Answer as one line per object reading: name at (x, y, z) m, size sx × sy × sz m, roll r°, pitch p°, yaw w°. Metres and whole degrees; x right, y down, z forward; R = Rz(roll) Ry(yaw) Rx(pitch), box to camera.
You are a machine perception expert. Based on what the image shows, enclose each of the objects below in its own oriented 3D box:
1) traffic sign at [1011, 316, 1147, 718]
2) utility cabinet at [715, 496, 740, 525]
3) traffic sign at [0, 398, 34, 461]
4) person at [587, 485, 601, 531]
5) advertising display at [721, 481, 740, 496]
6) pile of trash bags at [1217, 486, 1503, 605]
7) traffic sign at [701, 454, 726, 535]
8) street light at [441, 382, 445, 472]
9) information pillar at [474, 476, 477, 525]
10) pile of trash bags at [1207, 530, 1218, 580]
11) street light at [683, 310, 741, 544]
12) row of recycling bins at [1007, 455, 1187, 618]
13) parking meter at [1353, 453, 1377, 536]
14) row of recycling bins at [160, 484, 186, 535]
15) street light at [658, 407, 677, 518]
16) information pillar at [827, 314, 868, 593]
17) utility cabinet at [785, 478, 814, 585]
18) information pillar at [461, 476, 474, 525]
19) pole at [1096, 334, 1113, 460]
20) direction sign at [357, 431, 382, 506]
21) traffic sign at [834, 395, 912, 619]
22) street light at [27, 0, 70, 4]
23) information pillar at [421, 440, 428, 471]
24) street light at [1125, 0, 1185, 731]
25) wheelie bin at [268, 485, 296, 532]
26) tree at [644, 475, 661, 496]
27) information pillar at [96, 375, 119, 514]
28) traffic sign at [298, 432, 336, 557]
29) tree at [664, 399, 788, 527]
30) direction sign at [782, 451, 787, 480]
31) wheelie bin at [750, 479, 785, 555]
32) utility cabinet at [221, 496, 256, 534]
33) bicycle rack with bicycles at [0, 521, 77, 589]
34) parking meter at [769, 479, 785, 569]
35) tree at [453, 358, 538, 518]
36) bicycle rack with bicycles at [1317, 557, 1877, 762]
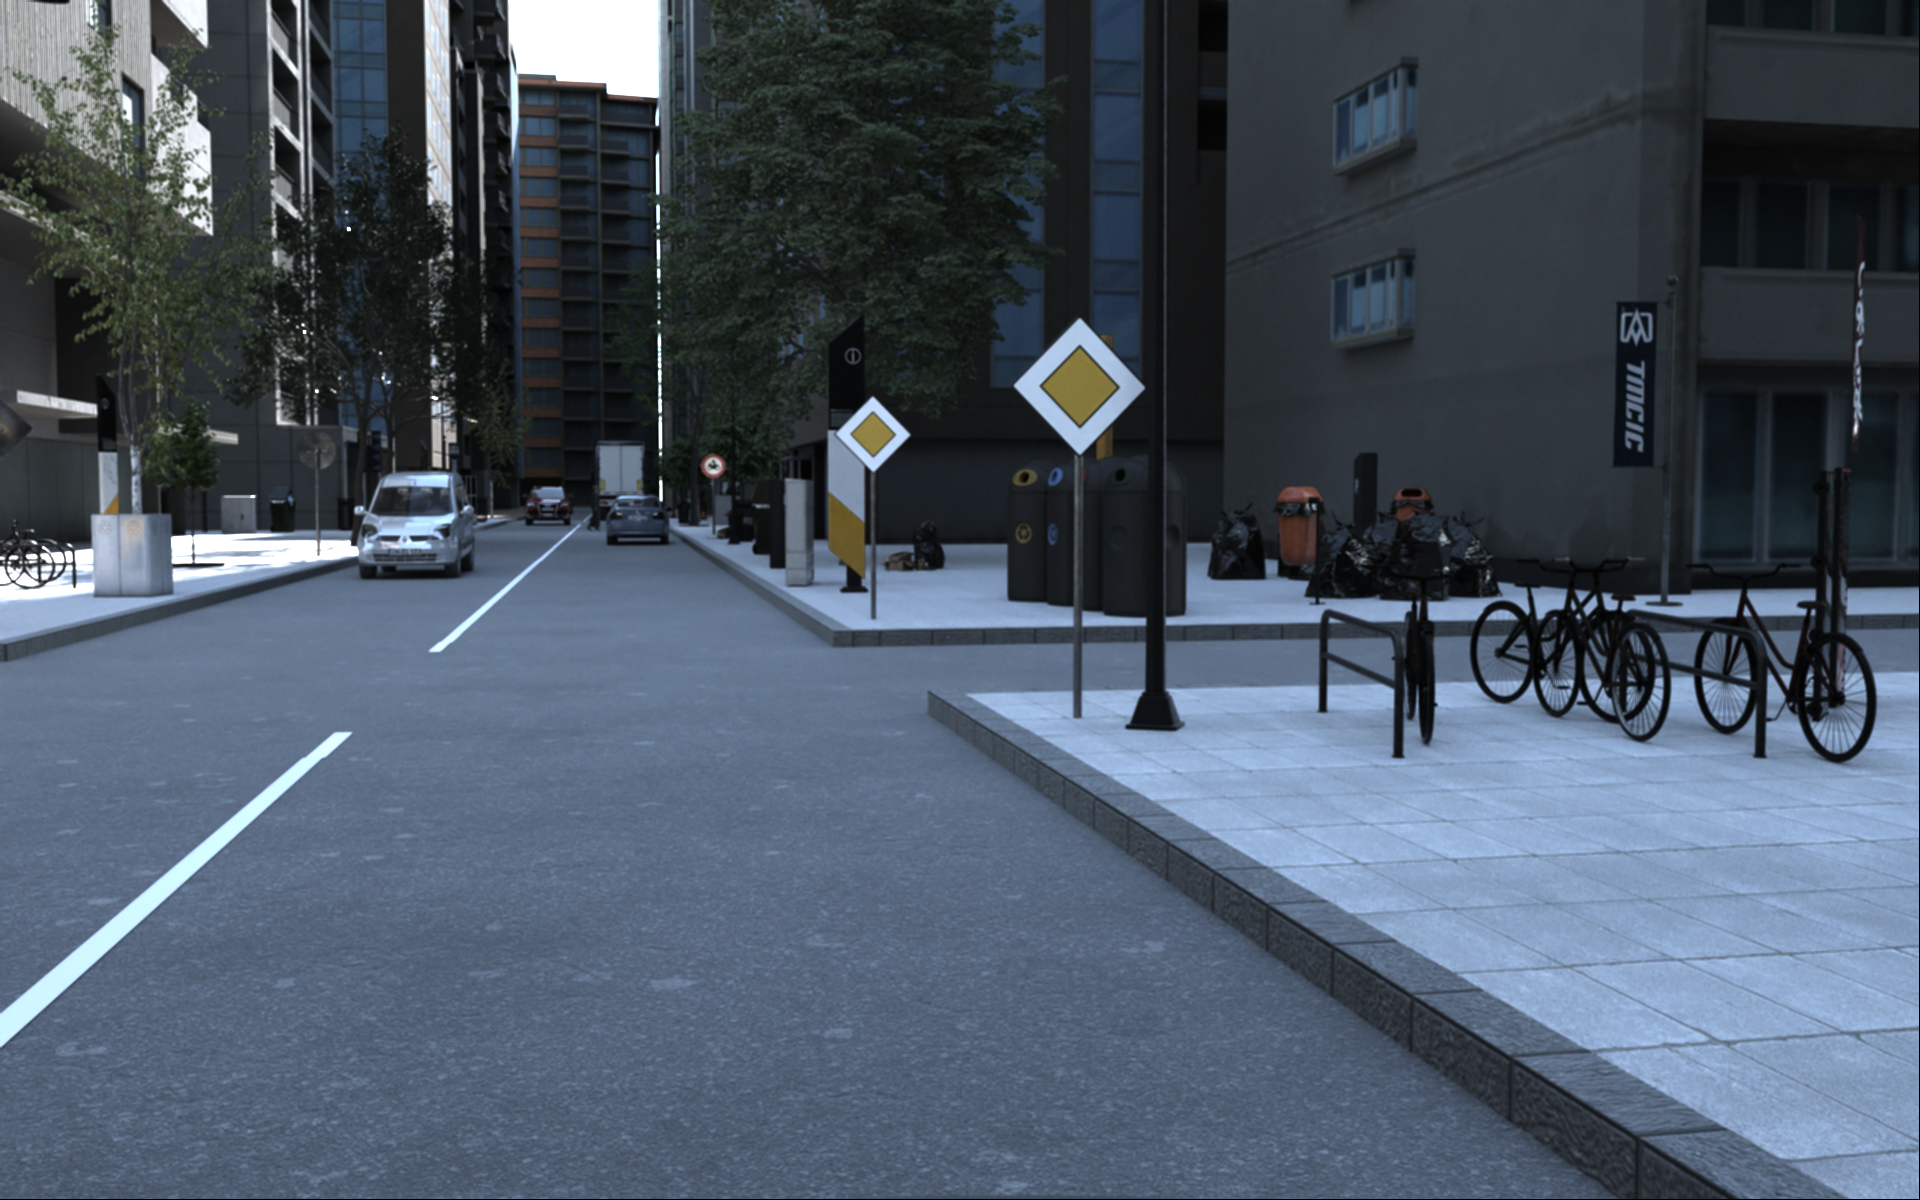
traffic sign at (0.671, -0.381, 9.867) m, size 0.795 × 2.450 × 0.064 m, roll -1°, pitch 4°, yaw -11°
utility cabinet at (-9.664, -3.720, 71.976) m, size 1.020 × 1.237 × 0.306 m, roll 1°, pitch 4°, yaw 12°
traffic sign at (-9.028, -0.762, 16.104) m, size 0.795 × 2.450 × 0.064 m, roll -1°, pitch 4°, yaw -11°
person at (-14.317, -3.607, 67.898) m, size 0.576 × 1.772 × 0.534 m, roll 3°, pitch 5°, yaw 44°
advertising display at (-11.149, -4.825, 84.110) m, size 0.974 × 1.923 × 0.123 m, roll -2°, pitch 4°, yaw -31°
pile of trash bags at (5.049, -0.702, 21.228) m, size 3.447 × 1.369 × 1.912 m, roll -3°, pitch 5°, yaw -42°
traffic sign at (-7.800, -3.348, 54.846) m, size 0.768 × 2.556 × 0.104 m, roll 0°, pitch 4°, yaw -5°
street light at (-18.299, -5.543, 63.176) m, size 1.470 × 5.913 × 1.316 m, roll -1°, pitch 4°, yaw -11°
information pillar at (-20.121, -4.086, 71.300) m, size 0.304 × 2.012 × 0.304 m, roll 2°, pitch 4°, yaw 30°
pile of trash bags at (5.406, -1.011, 26.279) m, size 3.447 × 1.369 × 1.912 m, roll 1°, pitch 4°, yaw 18°
street light at (-6.309, -4.372, 44.021) m, size 1.470 × 5.913 × 1.316 m, roll -1°, pitch 4°, yaw -11°
row of recycling bins at (1.519, -0.766, 19.638) m, size 1.069 × 1.692 × 3.534 m, roll -1°, pitch 4°, yaw -21°
parking meter at (5.800, -1.168, 24.814) m, size 0.255 × 1.863 × 0.399 m, roll 0°, pitch 4°, yaw -1°
row of recycling bins at (-26.023, -2.859, 53.852) m, size 3.534 × 1.692 × 1.069 m, roll -1°, pitch 4°, yaw -22°
street light at (-15.662, -7.267, 91.349) m, size 1.470 × 5.913 × 1.316 m, roll -1°, pitch 4°, yaw -11°
information pillar at (-1.464, -1.906, 22.520) m, size 0.504 × 3.616 × 0.183 m, roll -1°, pitch 4°, yaw -12°
utility cabinet at (-2.253, -0.967, 24.484) m, size 0.318 × 1.500 × 1.173 m, roll 0°, pitch 3°, yaw 0°
information pillar at (-20.136, -4.042, 70.572) m, size 0.304 × 2.012 × 0.304 m, roll 1°, pitch 4°, yaw 18°
pole at (1.858, -1.739, 22.274) m, size 0.158 × 3.312 × 0.155 m, roll 0°, pitch 3°, yaw 0°
direction sign at (-21.160, -4.288, 62.109) m, size 0.876 × 3.537 × 0.379 m, roll 0°, pitch 4°, yaw 7°
traffic sign at (-0.890, -0.860, 17.698) m, size 0.795 × 2.450 × 0.064 m, roll -1°, pitch 4°, yaw -11°
street light at (-8.867, -2.655, 15.952) m, size 1.470 × 5.913 × 1.316 m, roll -1°, pitch 4°, yaw -11°
information pillar at (-23.313, -5.140, 75.397) m, size 0.183 × 3.616 × 0.504 m, roll -3°, pitch 5°, yaw -42°
street light at (0.543, -2.246, 9.260) m, size 1.470 × 5.913 × 1.316 m, roll -1°, pitch 4°, yaw -11°
wheelie bin at (-22.804, -3.081, 58.279) m, size 0.980 × 1.594 × 0.693 m, roll 1°, pitch 4°, yaw 8°
tree at (-28.370, -10.199, 161.350) m, size 1.663 × 3.219 × 1.824 m, roll 0°, pitch 3°, yaw 0°
information pillar at (-16.851, -2.623, 34.241) m, size 0.183 × 3.616 × 0.504 m, roll 0°, pitch 4°, yaw 8°
traffic sign at (-13.131, -2.158, 35.389) m, size 0.768 × 2.556 × 0.104 m, roll 0°, pitch 4°, yaw -4°
tree at (-7.472, -4.621, 59.269) m, size 4.285 × 4.588 × 4.351 m, roll 0°, pitch 3°, yaw 0°
direction sign at (-6.436, -4.375, 63.521) m, size 0.379 × 3.537 × 0.876 m, roll 0°, pitch 4°, yaw 3°
wheelie bin at (-4.028, -1.772, 36.886) m, size 0.980 × 1.594 × 0.693 m, roll 2°, pitch 4°, yaw 25°
utility cabinet at (-23.245, -2.729, 55.788) m, size 1.020 × 1.237 × 0.306 m, roll 0°, pitch 4°, yaw 3°
bicycle rack with bicycles at (-13.463, -0.621, 23.543) m, size 2.925 × 0.926 × 2.852 m, roll -3°, pitch 5°, yaw -40°
parking meter at (-3.103, -1.317, 29.939) m, size 0.372 × 1.533 × 0.369 m, roll 0°, pitch 3°, yaw 0°
tree at (-24.725, -8.672, 92.146) m, size 4.737 × 8.622 × 4.395 m, roll 0°, pitch 3°, yaw 0°
bicycle rack with bicycles at (3.149, 0.241, 9.445) m, size 2.852 × 0.926 × 2.925 m, roll 0°, pitch 4°, yaw 1°
